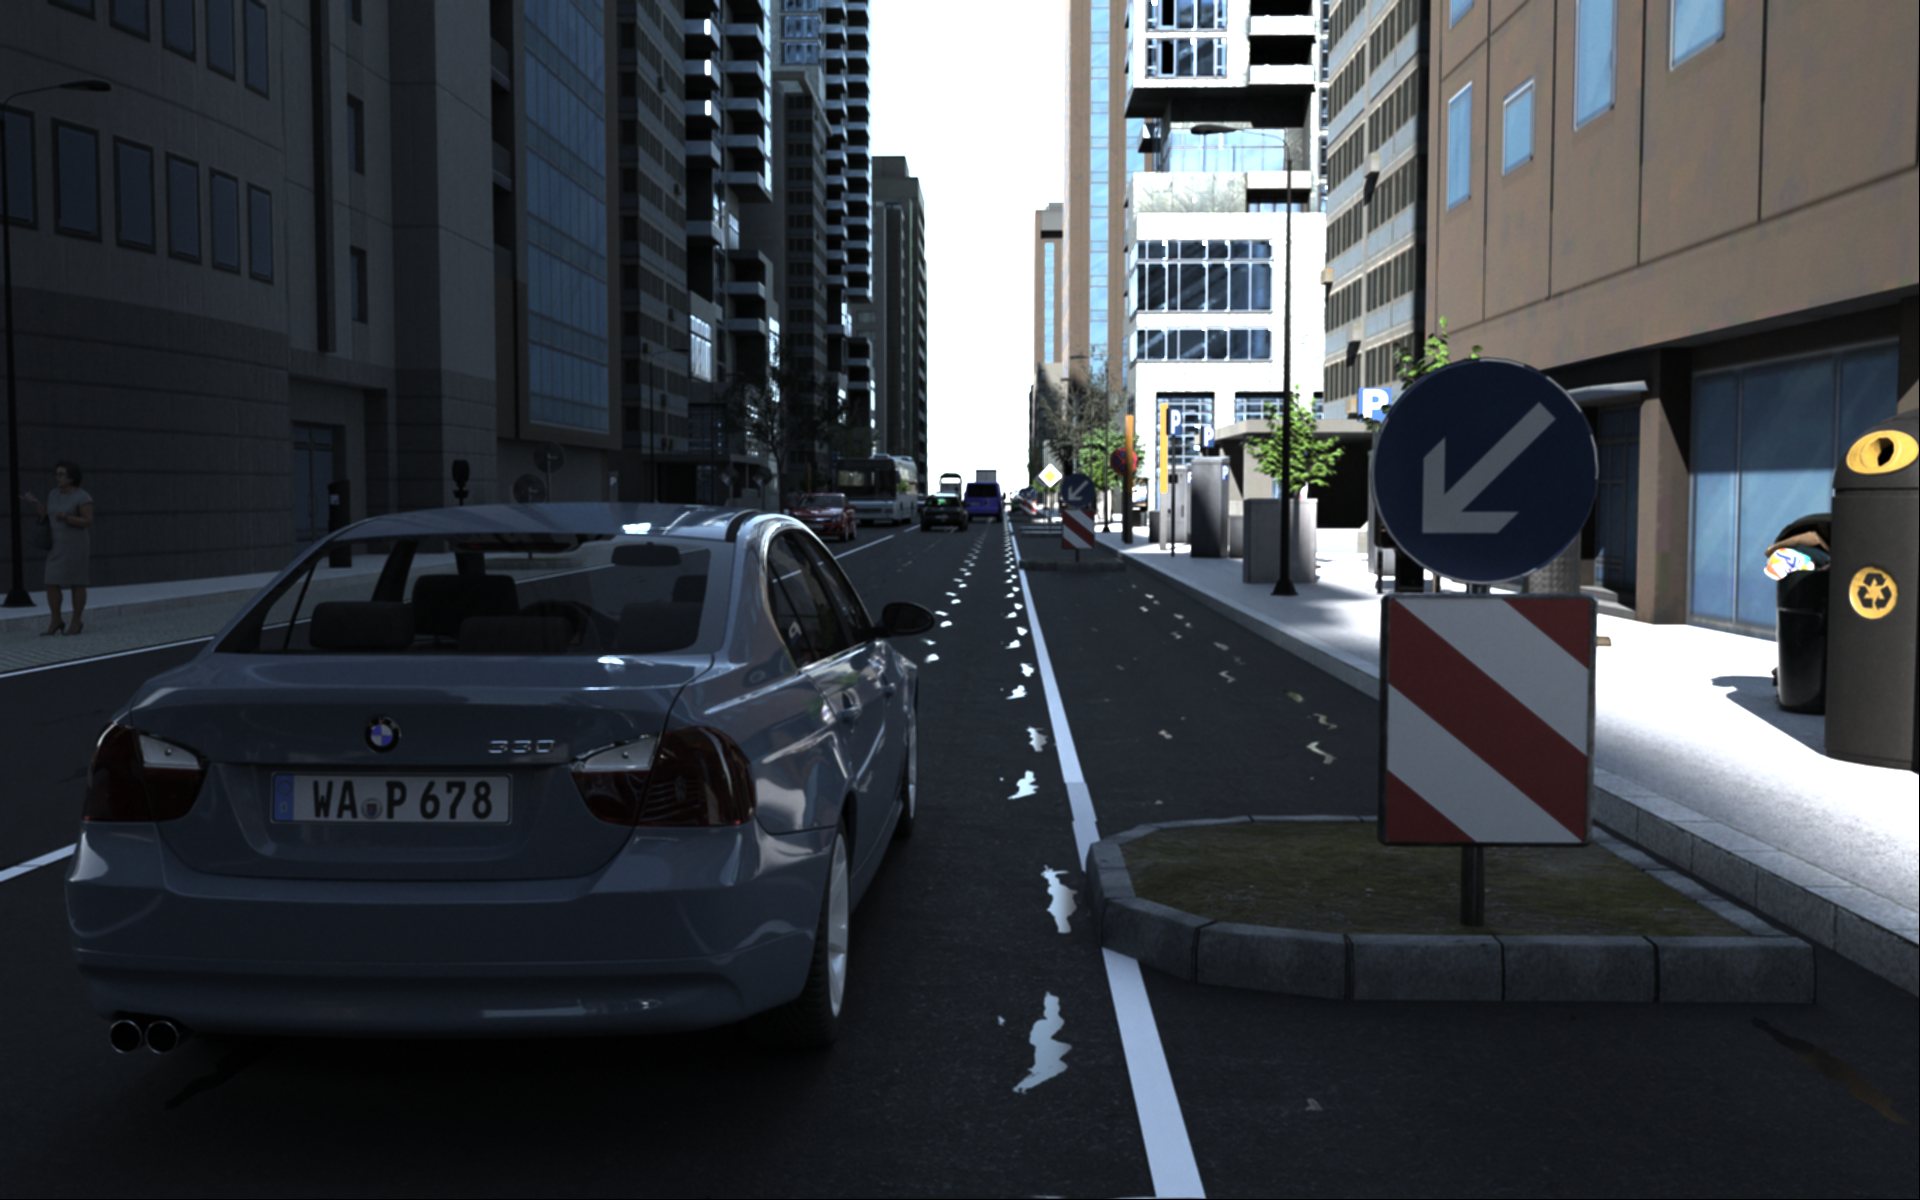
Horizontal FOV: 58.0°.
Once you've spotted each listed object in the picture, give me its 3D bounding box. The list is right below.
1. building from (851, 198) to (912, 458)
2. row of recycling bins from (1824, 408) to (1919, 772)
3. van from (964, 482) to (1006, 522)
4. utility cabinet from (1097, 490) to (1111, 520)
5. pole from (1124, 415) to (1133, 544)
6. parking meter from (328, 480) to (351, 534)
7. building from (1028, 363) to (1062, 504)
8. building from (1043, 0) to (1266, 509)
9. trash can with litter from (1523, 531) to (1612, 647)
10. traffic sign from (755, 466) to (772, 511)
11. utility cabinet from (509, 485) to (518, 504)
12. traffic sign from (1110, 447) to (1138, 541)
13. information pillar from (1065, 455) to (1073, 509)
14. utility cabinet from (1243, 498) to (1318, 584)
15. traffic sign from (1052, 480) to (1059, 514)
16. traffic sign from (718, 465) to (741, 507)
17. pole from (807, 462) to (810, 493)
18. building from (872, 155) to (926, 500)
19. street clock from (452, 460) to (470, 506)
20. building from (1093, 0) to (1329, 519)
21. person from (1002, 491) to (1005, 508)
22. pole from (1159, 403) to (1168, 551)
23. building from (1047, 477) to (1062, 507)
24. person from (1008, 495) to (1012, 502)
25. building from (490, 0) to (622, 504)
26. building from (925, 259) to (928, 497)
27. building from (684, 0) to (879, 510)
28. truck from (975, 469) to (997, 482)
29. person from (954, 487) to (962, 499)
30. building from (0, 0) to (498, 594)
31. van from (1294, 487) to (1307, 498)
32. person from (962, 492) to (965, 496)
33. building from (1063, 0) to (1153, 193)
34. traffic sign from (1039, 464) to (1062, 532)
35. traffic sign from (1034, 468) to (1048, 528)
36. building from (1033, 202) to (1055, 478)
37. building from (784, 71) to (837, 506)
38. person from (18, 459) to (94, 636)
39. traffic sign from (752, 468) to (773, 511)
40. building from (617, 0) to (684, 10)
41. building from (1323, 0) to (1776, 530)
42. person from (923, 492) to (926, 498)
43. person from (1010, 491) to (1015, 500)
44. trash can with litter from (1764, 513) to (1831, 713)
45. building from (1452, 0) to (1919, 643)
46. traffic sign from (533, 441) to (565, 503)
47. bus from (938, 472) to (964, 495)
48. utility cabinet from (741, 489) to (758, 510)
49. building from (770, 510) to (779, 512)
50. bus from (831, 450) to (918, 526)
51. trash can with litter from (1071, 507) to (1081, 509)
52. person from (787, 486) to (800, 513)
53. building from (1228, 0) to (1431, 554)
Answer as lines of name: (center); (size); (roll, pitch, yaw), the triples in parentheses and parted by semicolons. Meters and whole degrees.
building: (-13.785, -33.596, 232.887); (14.154, 41.232, 14.086); (0, 4, 1)
row of recycling bins: (4.581, 0.009, 6.966); (1.069, 1.692, 3.534); (0, 4, 5)
van: (1.239, -5.213, 89.624); (2.240, 2.365, 5.245); (0, 4, 3)
utility cabinet: (7.157, -4.733, 86.060); (0.318, 1.500, 1.173); (-1, 4, -17)
pole: (4.374, -3.121, 44.870); (0.158, 3.312, 0.155); (0, 3, 0)
parking meter: (-10.850, -1.338, 30.289); (0.372, 1.533, 0.369); (0, 3, 0)
building: (25.317, -26.986, 286.263); (27.650, 21.520, 28.899); (0, 4, 1)
building: (21.201, -54.182, 198.541); (22.319, 86.520, 31.000); (0, 4, 1)
trash can with litter: (4.602, -0.219, 14.638); (2.233, 1.210, 1.678); (-1, 4, -17)
traffic sign: (-8.964, -4.832, 79.112); (0.768, 2.556, 0.104); (0, 4, 3)
utility cabinet: (-9.931, -1.891, 39.594); (0.318, 1.500, 1.173); (1, 4, 9)
traffic sign: (4.445, -2.871, 47.053); (0.768, 2.556, 0.104); (0, 4, 4)
information pillar: (6.385, -6.732, 101.429); (0.504, 3.616, 0.183); (1, 4, 20)
utility cabinet: (4.609, -0.845, 24.976); (1.020, 1.237, 0.306); (-1, 4, -10)
traffic sign: (6.078, -6.930, 113.404); (0.768, 2.556, 0.104); (0, 4, 3)
traffic sign: (-7.764, -3.354, 58.477); (0.795, 2.450, 0.064); (0, 4, 1)
pole: (-9.760, -7.214, 111.792); (0.158, 3.312, 0.155); (0, 3, 0)
building: (-16.123, -38.365, 250.964); (21.300, 48.544, 21.600); (0, 4, 1)
street clock: (-10.573, -1.967, 36.725); (0.358, 2.002, 0.471); (-2, 4, -34)
building: (18.554, -48.245, 101.480); (22.319, 86.520, 31.000); (0, 4, 1)
person: (4.279, -10.001, 172.699); (0.721, 1.739, 1.217); (2, 4, 27)
pole: (4.584, -2.764, 39.036); (0.158, 3.312, 0.155); (0, 3, 0)
building: (25.020, -29.390, 172.408); (32.217, 40.220, 23.993); (0, 4, 1)
person: (8.108, -15.938, 269.109); (1.348, 1.821, 0.705); (-1, 4, -15)
building: (-18.281, -24.366, 48.500); (14.200, 45.320, 14.600); (0, 4, 1)
building: (-12.705, -37.294, 293.348); (14.154, 41.232, 14.086); (0, 4, 1)
building: (-19.260, -53.030, 179.708); (22.319, 86.520, 31.000); (0, 4, 1)
truck: (3.072, -12.984, 201.205); (2.839, 4.237, 11.283); (0, 4, 1)
person: (-0.128, -5.318, 95.626); (0.511, 1.800, 0.466); (0, 4, 6)
building: (-21.838, -29.592, 25.828); (21.231, 58.520, 28.212); (0, 4, 1)
van: (14.147, -3.410, 62.768); (4.112, 2.044, 2.013); (0, 4, 1)
person: (0.770, -17.257, 290.666); (1.348, 1.822, 0.705); (1, 4, 22)
building: (15.073, -29.557, 133.374); (14.600, 45.320, 14.200); (0, 4, 1)
traffic sign: (3.027, -3.337, 58.195); (0.795, 2.450, 0.064); (0, 4, 1)
traffic sign: (3.221, -3.825, 66.177); (0.795, 2.450, 0.064); (0, 4, 1)
building: (18.140, -37.559, 264.195); (14.600, 45.320, 14.200); (0, 4, 1)
building: (-24.679, -28.237, 153.562); (32.217, 40.220, 23.993); (0, 4, 1)
person: (-9.115, -0.524, 17.426); (0.716, 1.782, 0.532); (1, 4, 14)
traffic sign: (-7.569, -3.842, 66.460); (0.795, 2.450, 0.064); (0, 4, 1)
building: (-25.731, -23.641, 78.406); (32.217, 40.220, 23.993); (0, 4, 1)
building: (23.788, -25.844, 72.657); (14.200, 45.320, 14.600); (0, 4, 1)
person: (-4.313, -11.830, 202.713); (0.721, 1.735, 1.217); (-3, 4, -36)
person: (4.550, -8.270, 144.648); (0.436, 1.711, 0.756); (-3, 5, -44)
trash can with litter: (5.091, 0.059, 10.428); (0.624, 1.170, 1.055); (1, 4, 15)
building: (13.525, -22.434, 16.902); (14.600, 45.320, 14.200); (0, 4, 1)
traffic sign: (-9.875, -2.538, 41.609); (0.768, 2.556, 0.104); (0, 4, 5)
bus: (-1.053, -12.572, 197.096); (2.896, 3.916, 12.252); (0, 4, 0)
utility cabinet: (-9.059, -4.045, 74.807); (0.318, 1.500, 1.173); (1, 4, 16)
building: (-23.148, -48.944, 112.910); (22.319, 86.520, 31.000); (0, 4, 1)
bus: (-3.742, -5.211, 80.064); (2.948, 3.499, 13.247); (0, 4, 3)
trash can with litter: (5.806, -4.783, 89.593); (0.624, 1.170, 1.055); (-3, 4, -36)
person: (-6.977, -3.951, 73.460); (0.716, 1.782, 0.532); (0, 4, 5)
building: (22.836, -21.529, 43.885); (32.217, 40.220, 23.993); (0, 4, 1)
